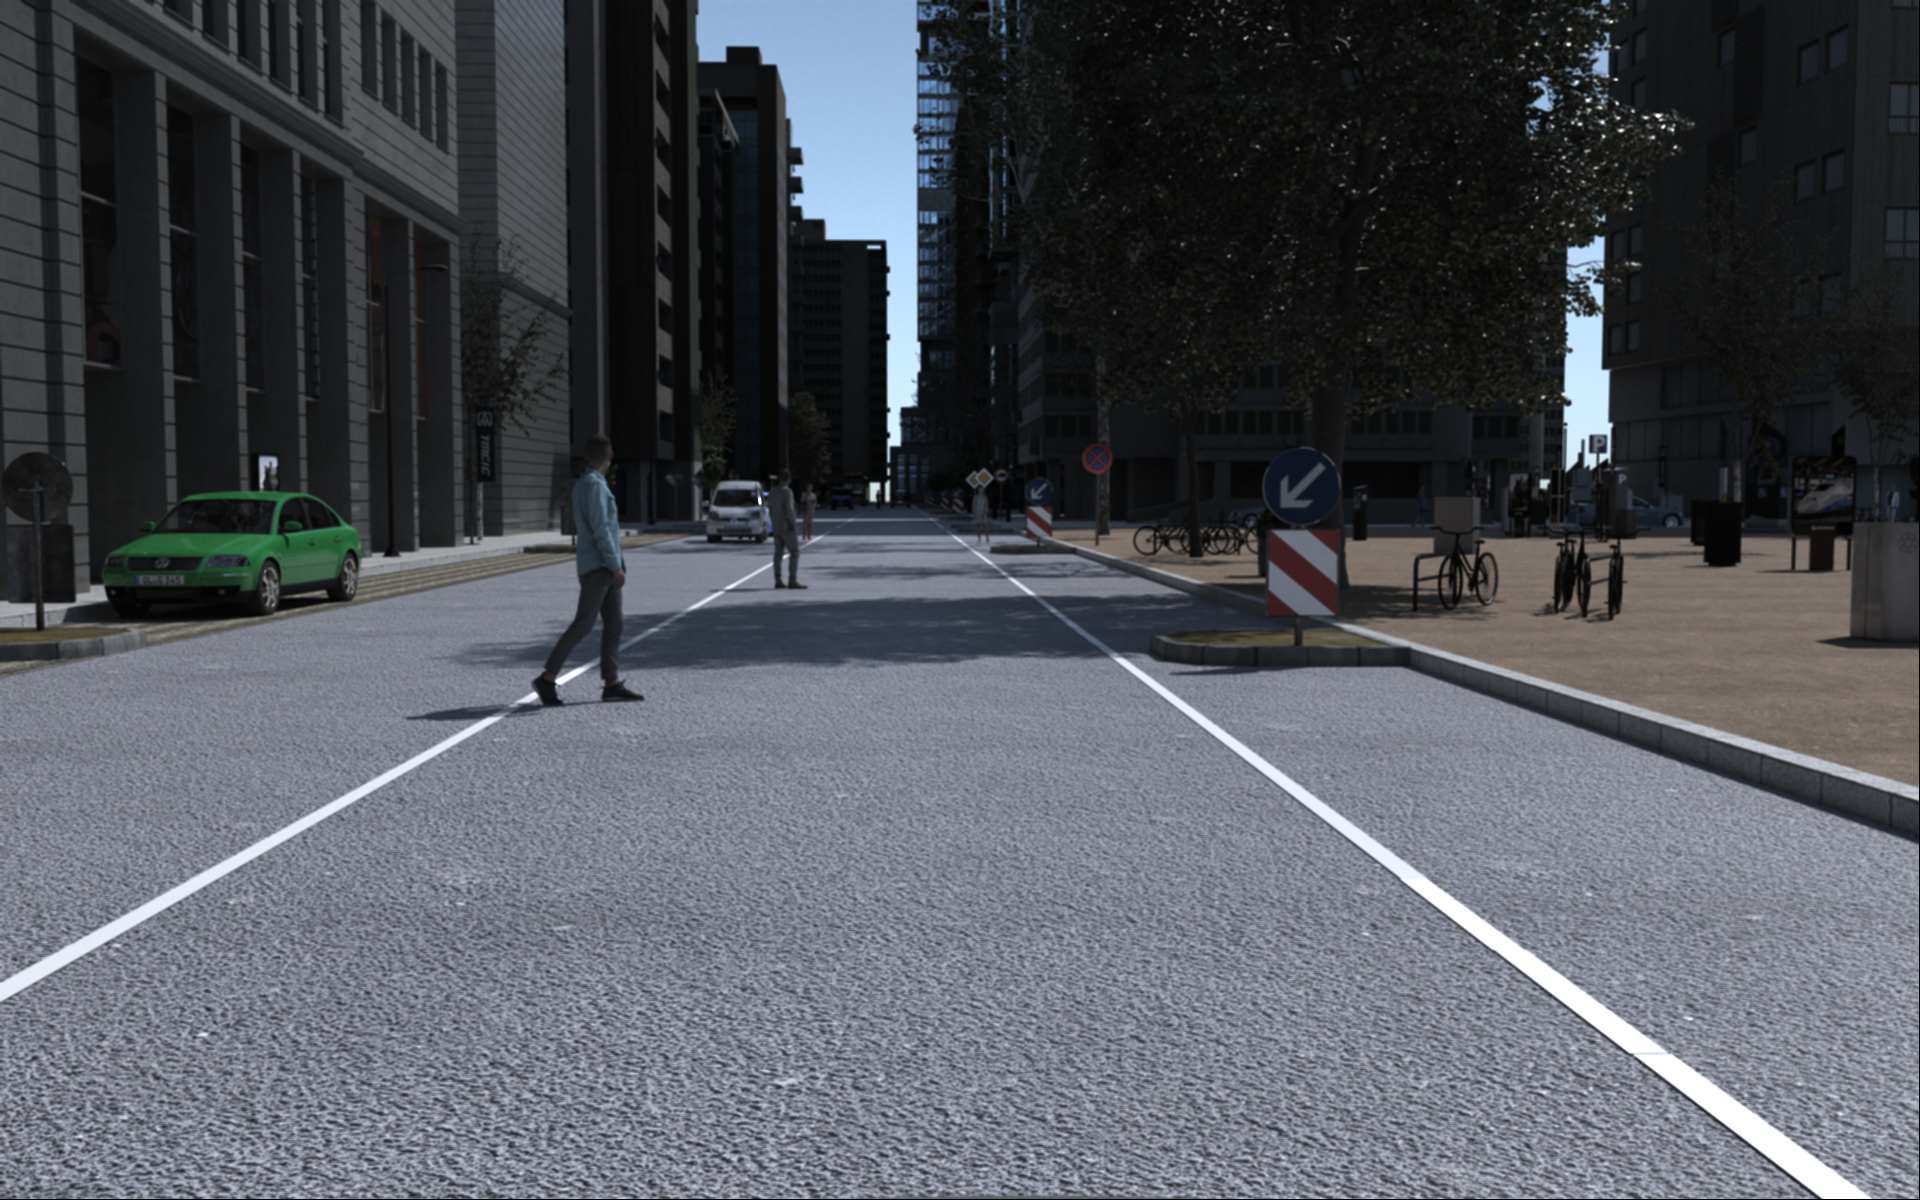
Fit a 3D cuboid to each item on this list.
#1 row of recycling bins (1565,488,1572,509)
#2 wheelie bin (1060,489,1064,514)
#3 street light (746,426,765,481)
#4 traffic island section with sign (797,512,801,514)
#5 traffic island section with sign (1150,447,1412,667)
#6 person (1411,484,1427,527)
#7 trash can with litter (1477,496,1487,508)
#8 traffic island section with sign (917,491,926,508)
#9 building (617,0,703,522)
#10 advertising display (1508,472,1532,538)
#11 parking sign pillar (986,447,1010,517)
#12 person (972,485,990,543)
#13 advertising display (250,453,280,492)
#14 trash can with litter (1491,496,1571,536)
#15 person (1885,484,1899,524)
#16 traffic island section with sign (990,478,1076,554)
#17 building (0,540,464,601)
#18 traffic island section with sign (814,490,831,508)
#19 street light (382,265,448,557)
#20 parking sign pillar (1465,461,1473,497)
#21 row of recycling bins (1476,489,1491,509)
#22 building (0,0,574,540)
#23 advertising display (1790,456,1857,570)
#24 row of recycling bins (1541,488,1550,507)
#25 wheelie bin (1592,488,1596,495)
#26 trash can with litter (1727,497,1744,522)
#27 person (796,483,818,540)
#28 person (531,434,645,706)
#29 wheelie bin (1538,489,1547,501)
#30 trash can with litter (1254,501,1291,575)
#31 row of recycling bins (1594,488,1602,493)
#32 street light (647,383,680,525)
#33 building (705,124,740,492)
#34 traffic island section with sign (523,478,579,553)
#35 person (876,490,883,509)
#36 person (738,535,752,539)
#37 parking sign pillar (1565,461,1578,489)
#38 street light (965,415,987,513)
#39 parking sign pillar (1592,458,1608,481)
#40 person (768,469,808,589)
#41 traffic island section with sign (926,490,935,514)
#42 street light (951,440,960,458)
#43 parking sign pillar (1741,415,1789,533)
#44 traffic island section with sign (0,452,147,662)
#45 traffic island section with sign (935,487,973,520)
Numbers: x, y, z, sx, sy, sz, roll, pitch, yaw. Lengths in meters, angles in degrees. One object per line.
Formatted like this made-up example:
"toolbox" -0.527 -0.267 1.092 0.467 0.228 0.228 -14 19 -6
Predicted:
"row of recycling bins" 41.017 -6.652 115.868 1.069 1.692 3.534 2 4 25
"wheelie bin" 6.673 -6.414 112.769 0.980 1.594 0.693 3 5 44
"street light" -14.036 -8.932 118.583 1.470 5.913 1.316 0 4 -2
"traffic island section with sign" -12.520 -7.134 125.271 1.989 1.847 2.006 0 4 -2
"traffic island section with sign" 2.736 -0.409 15.320 1.989 1.847 2.006 0 4 -2
"person" 18.405 -3.718 69.318 0.654 1.822 0.581 1 4 14
"trash can with litter" 32.699 -5.956 108.767 0.624 1.170 1.055 2 4 29
"traffic island section with sign" -3.089 -10.233 175.943 1.989 1.847 2.006 0 4 -2
"building" -19.840 -18.858 80.034 14.160 30.474 14.107 0 4 -2
"advertising display" 16.388 -2.783 50.711 0.123 1.923 0.974 -1 4 -18
"parking sign pillar" 1.977 -6.782 99.352 1.447 3.967 1.447 0 4 1
"person" 0.613 -2.546 51.134 0.512 1.701 0.522 0 4 -2
"advertising display" -10.939 -1.352 27.318 0.123 1.923 0.974 0 4 -3
"trash can with litter" 17.441 -2.578 53.203 1.678 1.210 2.233 -3 5 -42
"person" 38.882 -3.909 72.289 0.514 1.842 0.818 2 4 28
"traffic island section with sign" 1.756 -2.057 42.258 1.989 1.847 2.006 0 4 -2
"building" -17.076 -15.256 26.920 11.434 29.767 29.804 0 4 -2
"traffic island section with sign" -14.301 -10.146 174.521 1.989 1.847 2.006 0 4 -2
"street light" -11.086 -3.837 35.275 1.470 5.913 1.316 0 4 -2
"parking sign pillar" 28.776 -6.703 98.058 1.447 3.967 1.447 1 4 15
"row of recycling bins" 37.435 -7.270 125.983 3.534 1.692 1.069 1 4 22
"building" -28.761 -17.070 56.579 29.804 29.767 11.434 0 4 -2
"advertising display" 14.535 -1.466 29.178 0.974 1.923 0.123 1 4 17
"row of recycling bins" 42.269 -7.311 126.647 3.534 1.692 1.069 -3 5 -44
"wheelie bin" 33.148 -5.101 91.301 0.980 1.594 0.693 -1 4 -12
"trash can with litter" 35.737 -4.172 79.602 1.055 1.170 0.624 2 4 28
"person" -4.813 -2.784 54.380 0.716 1.782 0.532 -2 4 -23
"person" -2.553 -0.215 11.882 0.748 1.841 0.638 0 4 -7
"wheelie bin" 36.026 -6.102 107.674 0.693 1.594 0.980 -1 4 -18
"trash can with litter" 5.150 -0.964 27.150 1.055 1.170 0.624 0 4 7
"row of recycling bins" 40.247 -6.098 106.818 3.534 1.692 1.069 2 4 25
"street light" -12.436 -6.128 72.734 1.470 5.913 1.316 0 4 -2
"building" -24.971 -22.236 135.268 14.160 30.474 14.107 0 4 -2
"traffic island section with sign" -9.529 -2.073 42.529 1.989 1.847 2.006 0 4 -2
"person" -7.921 -9.803 168.718 0.705 1.831 1.348 -2 4 -31
"person" -6.791 -2.842 54.883 0.656 1.842 0.836 -2 4 -26
"parking sign pillar" 49.817 -9.334 141.087 1.447 3.967 1.447 -2 4 -32
"street light" 0.974 -7.925 102.112 1.470 5.913 1.316 0 4 -2
"parking sign pillar" 48.275 -8.693 130.599 1.447 3.967 1.447 -3 5 -42
"person" -2.660 -1.079 26.243 0.635 1.810 0.391 3 4 39
"traffic island section with sign" -1.245 -7.137 125.323 1.989 1.847 2.006 0 4 -2
"street light" -0.589 -10.729 147.962 1.470 5.913 1.316 0 4 -2
"parking sign pillar" 26.680 -4.208 57.280 1.447 3.967 1.447 -2 4 -28
"traffic island section with sign" -8.551 -0.426 15.592 1.989 1.847 2.006 0 4 -2
"traffic island section with sign" -0.257 -5.467 98.019 1.989 1.847 2.006 0 4 -2
